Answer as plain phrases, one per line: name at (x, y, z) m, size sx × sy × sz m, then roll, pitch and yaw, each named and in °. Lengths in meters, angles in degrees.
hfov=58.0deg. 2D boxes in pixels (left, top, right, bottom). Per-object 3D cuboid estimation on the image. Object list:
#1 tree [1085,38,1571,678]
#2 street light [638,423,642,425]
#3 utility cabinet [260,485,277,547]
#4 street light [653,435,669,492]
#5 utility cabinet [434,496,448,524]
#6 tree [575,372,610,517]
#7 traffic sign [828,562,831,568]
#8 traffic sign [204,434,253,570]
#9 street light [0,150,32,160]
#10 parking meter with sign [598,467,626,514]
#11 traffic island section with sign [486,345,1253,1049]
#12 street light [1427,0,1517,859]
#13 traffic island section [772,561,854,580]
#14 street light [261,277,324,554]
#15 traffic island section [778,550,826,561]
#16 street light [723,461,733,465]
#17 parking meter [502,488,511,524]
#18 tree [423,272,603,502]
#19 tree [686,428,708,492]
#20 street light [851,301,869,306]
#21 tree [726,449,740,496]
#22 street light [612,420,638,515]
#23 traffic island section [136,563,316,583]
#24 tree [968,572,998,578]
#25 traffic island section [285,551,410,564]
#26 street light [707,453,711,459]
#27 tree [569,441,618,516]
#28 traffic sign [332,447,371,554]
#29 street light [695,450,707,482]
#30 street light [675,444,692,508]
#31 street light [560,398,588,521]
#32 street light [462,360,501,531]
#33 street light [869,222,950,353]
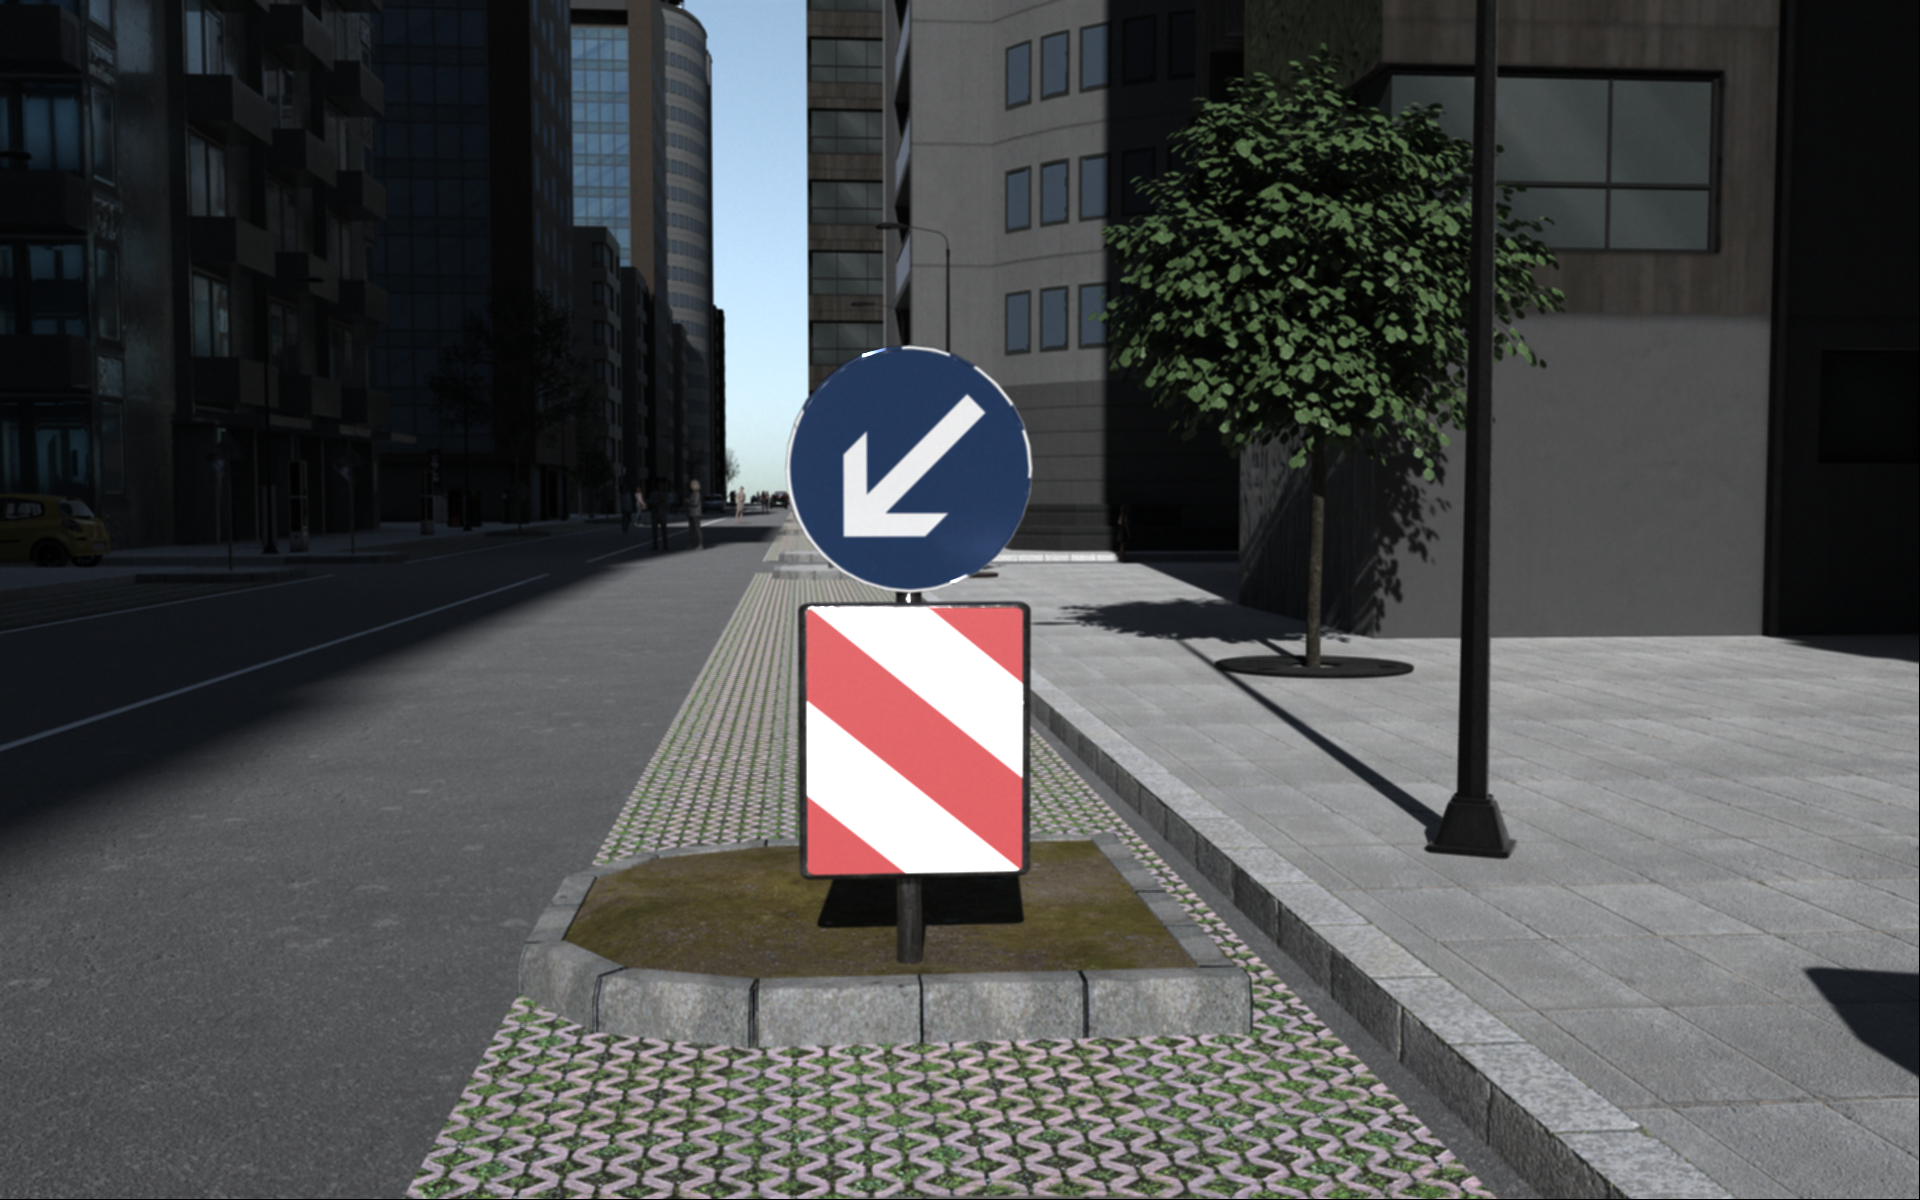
tree at (2.627, -1.763, 12.535) m, size 4.285 × 4.588 × 4.351 m, roll 0°, pitch 3°, yaw 0°
street light at (-21.529, -8.617, 113.434) m, size 1.470 × 5.913 × 1.316 m, roll 0°, pitch 4°, yaw -5°
utility cabinet at (-16.615, -2.014, 41.601) m, size 0.318 × 1.500 × 1.173 m, roll -2°, pitch 4°, yaw -24°
street light at (-23.721, -10.067, 137.141) m, size 1.470 × 5.913 × 1.316 m, roll 0°, pitch 4°, yaw -5°
utility cabinet at (-22.687, -3.961, 75.930) m, size 0.306 × 1.237 × 1.020 m, roll 2°, pitch 4°, yaw 32°
tree at (-21.751, -9.055, 98.409) m, size 4.360 × 8.622 × 3.978 m, roll 0°, pitch 3°, yaw 0°
traffic sign at (-2.259, -1.610, 29.967) m, size 0.795 × 2.450 × 0.064 m, roll 0°, pitch 4°, yaw -5°
traffic sign at (-12.263, -1.555, 29.071) m, size 0.795 × 2.450 × 0.064 m, roll 0°, pitch 4°, yaw -5°
street light at (-13.231, -3.116, 23.483) m, size 1.470 × 5.913 × 1.316 m, roll 0°, pitch 4°, yaw -5°
parking meter with sign at (-22.446, -7.052, 111.560) m, size 1.738 × 3.016 × 0.543 m, roll 1°, pitch 4°, yaw 8°
traffic island section with sign at (-0.306, 0.197, 5.415) m, size 1.989 × 1.847 × 2.006 m, roll 0°, pitch 4°, yaw -5°
street light at (1.313, -2.049, 6.044) m, size 1.470 × 5.913 × 1.316 m, roll 0°, pitch 4°, yaw -5°
traffic island section at (-2.236, -0.475, 30.047) m, size 2.009 × 0.180 × 2.903 m, roll 0°, pitch 4°, yaw -5°
street light at (-14.290, -3.949, 37.105) m, size 1.470 × 5.913 × 1.316 m, roll 0°, pitch 4°, yaw -5°
traffic island section at (-2.967, -0.961, 37.998) m, size 2.009 × 0.180 × 2.903 m, roll 0°, pitch 4°, yaw -5°
street light at (-35.541, -17.939, 265.843) m, size 1.470 × 5.913 × 1.316 m, roll 0°, pitch 4°, yaw -5°
parking meter at (-19.537, -4.046, 74.558) m, size 0.372 × 1.533 × 0.369 m, roll 0°, pitch 3°, yaw 0°
tree at (-19.108, -8.529, 73.867) m, size 8.767 × 10.594 × 7.601 m, roll 1°, pitch 4°, yaw 12°
tree at (-29.436, -14.468, 186.906) m, size 4.360 × 8.622 × 3.978 m, roll 0°, pitch 3°, yaw 0°
street light at (-1.922, -4.237, 41.812) m, size 1.470 × 5.913 × 1.316 m, roll 0°, pitch 4°, yaw -5°
tree at (-36.525, -19.617, 271.104) m, size 4.360 × 8.622 × 3.978 m, roll 0°, pitch 3°, yaw 0°
street light at (-21.063, -8.280, 107.915) m, size 1.470 × 5.913 × 1.316 m, roll 0°, pitch 4°, yaw -5°
traffic island section at (-12.285, -0.419, 29.131) m, size 2.009 × 0.180 × 2.903 m, roll 0°, pitch 4°, yaw -5°
tree at (0.183, -1.980, 26.980) m, size 1.663 × 3.219 × 1.824 m, roll 0°, pitch 3°, yaw 0°
traffic island section at (-13.016, -0.905, 37.083) m, size 2.009 × 0.180 × 2.903 m, roll 0°, pitch 4°, yaw -5°
street light at (-29.045, -13.652, 195.743) m, size 1.470 × 5.913 × 1.316 m, roll 0°, pitch 4°, yaw -5°
tree at (-22.192, -7.318, 103.363) m, size 4.285 × 4.588 × 4.351 m, roll 0°, pitch 3°, yaw 0°
traffic sign at (-12.994, -2.042, 37.023) m, size 0.795 × 2.450 × 0.064 m, roll 0°, pitch 4°, yaw -5°
street light at (-27.974, -12.947, 184.219) m, size 1.470 × 5.913 × 1.316 m, roll 0°, pitch 4°, yaw -5°
street light at (-25.781, -11.486, 160.338) m, size 1.470 × 5.913 × 1.316 m, roll 0°, pitch 4°, yaw -5°
street light at (-18.581, -6.786, 83.484) m, size 1.470 × 5.913 × 1.316 m, roll 0°, pitch 4°, yaw -5°
street light at (-16.641, -5.366, 60.276) m, size 1.470 × 5.913 × 1.316 m, roll 0°, pitch 4°, yaw -5°
street light at (-0.744, -3.499, 29.753) m, size 1.470 × 5.913 × 1.316 m, roll 0°, pitch 4°, yaw -5°
